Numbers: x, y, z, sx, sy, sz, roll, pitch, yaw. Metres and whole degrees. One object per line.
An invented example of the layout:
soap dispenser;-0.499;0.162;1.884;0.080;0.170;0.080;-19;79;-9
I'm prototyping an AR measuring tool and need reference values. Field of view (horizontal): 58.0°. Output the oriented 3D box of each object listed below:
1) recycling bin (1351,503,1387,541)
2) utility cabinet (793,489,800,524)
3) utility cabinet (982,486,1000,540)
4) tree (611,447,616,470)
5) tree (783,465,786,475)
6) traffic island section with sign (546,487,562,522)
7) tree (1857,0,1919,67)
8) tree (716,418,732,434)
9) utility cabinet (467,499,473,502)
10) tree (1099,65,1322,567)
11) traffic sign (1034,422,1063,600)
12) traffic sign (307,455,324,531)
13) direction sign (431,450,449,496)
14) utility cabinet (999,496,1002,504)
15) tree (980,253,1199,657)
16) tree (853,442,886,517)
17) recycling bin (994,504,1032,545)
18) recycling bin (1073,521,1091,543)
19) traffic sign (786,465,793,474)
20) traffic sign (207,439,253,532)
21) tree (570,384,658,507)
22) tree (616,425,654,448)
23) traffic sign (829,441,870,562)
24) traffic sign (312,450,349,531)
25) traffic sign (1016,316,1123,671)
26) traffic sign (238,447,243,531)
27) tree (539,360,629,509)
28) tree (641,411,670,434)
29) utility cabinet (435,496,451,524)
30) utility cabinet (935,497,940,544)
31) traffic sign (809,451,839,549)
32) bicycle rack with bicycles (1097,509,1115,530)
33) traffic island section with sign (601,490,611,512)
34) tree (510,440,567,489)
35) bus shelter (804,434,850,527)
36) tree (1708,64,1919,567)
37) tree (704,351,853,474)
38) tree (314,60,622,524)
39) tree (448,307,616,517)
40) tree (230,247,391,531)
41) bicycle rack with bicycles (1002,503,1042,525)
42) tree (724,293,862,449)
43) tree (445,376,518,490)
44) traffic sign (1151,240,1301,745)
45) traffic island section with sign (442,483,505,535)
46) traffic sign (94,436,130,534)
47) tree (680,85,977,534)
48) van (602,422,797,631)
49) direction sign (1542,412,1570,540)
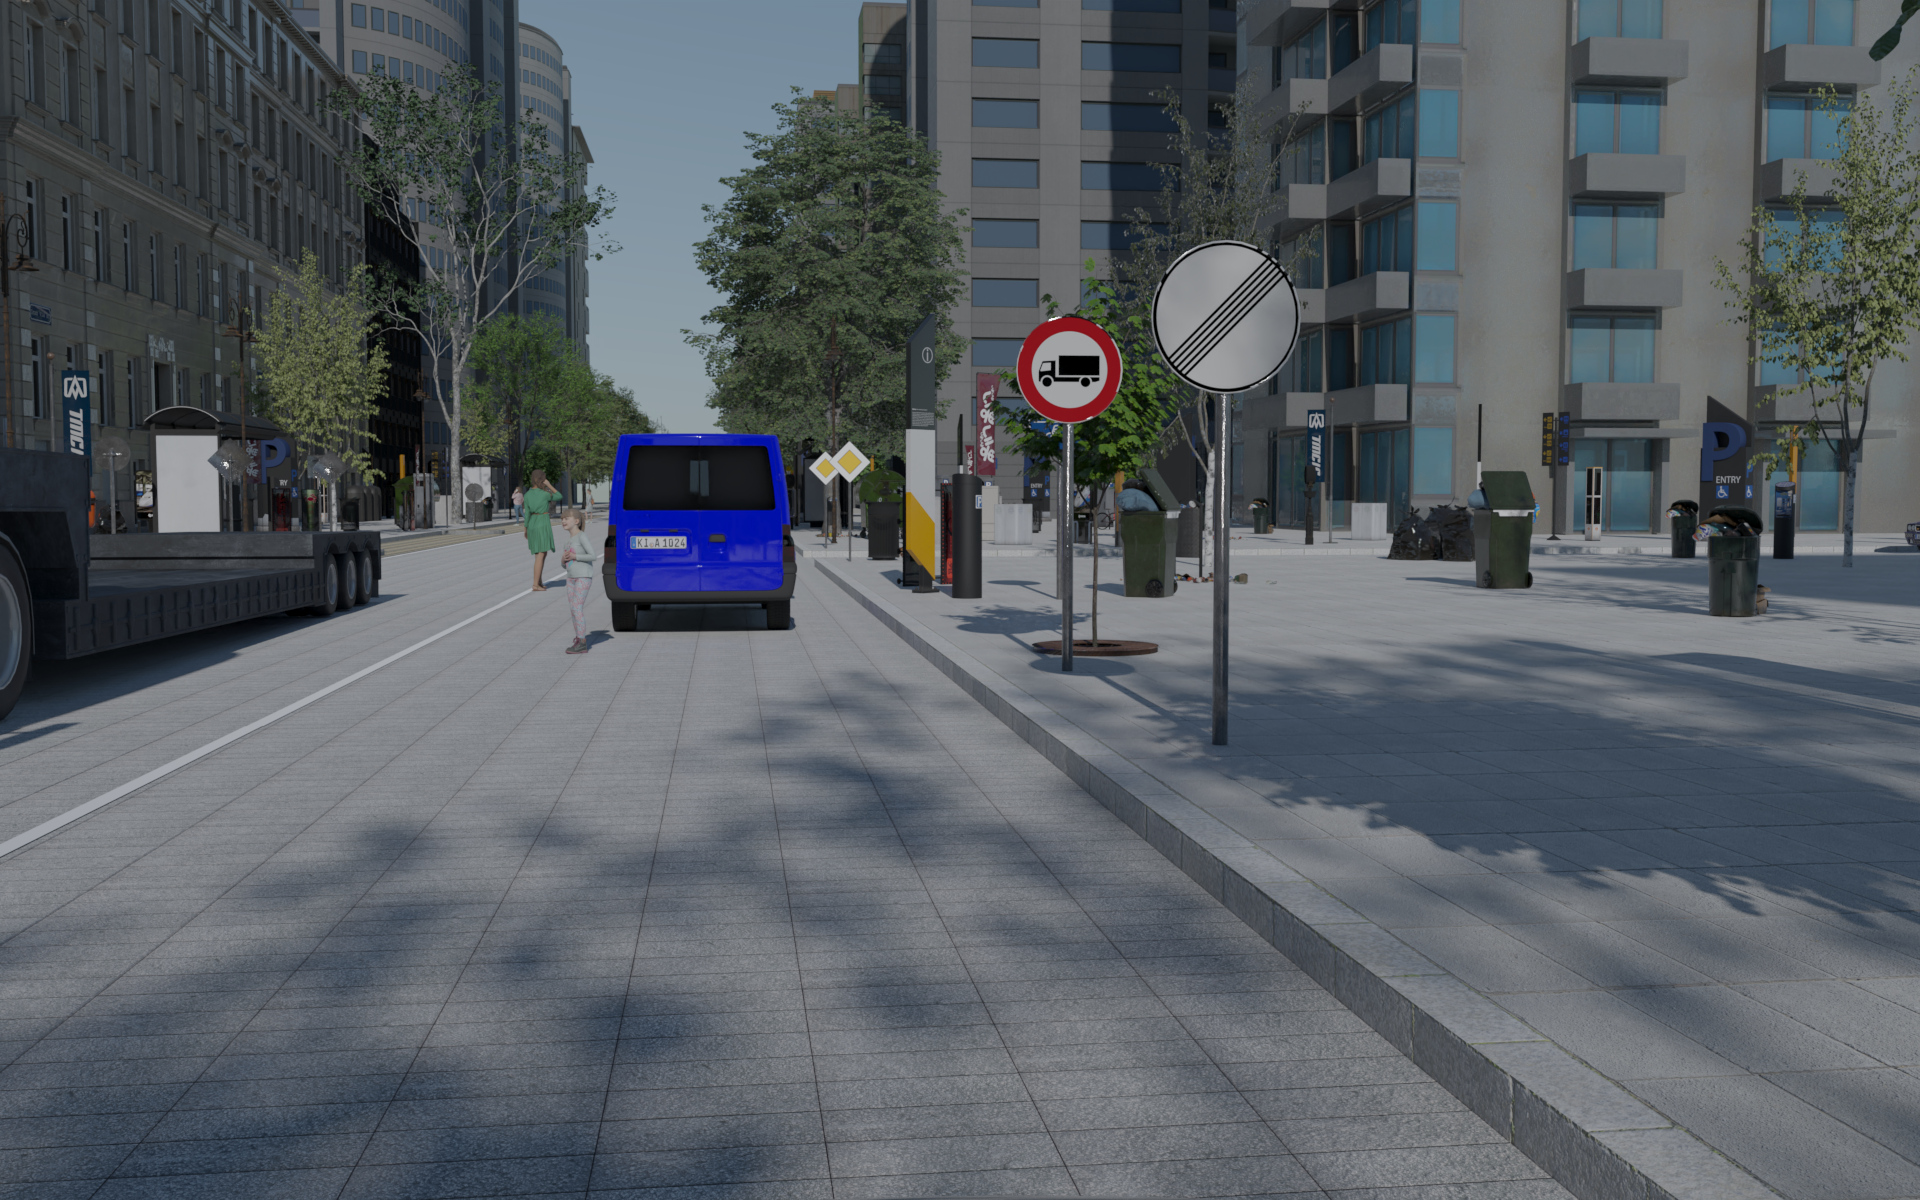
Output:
recycling bin;11.353;-2.173;48.079;0.722;1.027;0.722;-3;5;-44
utility cabinet;-7.073;-3.925;72.859;0.318;1.500;1.173;1;4;14
utility cabinet;0.480;-2.362;47.289;1.173;1.500;0.318;1;4;9
tree;-36.718;-14.592;188.944;4.360;8.622;3.978;0;3;0
tree;-10.275;-6.196;95.910;1.663;3.219;1.824;0;3;0
traffic island section with sign;-20.895;-4.879;88.395;1.989;1.847;2.006;0;4;-8
tree;3.211;-1.180;3.008;4.285;4.588;4.351;0;3;0
tree;-20.300;-16.482;179.847;12.009;13.543;11.850;0;3;0
utility cabinet;-23.430;-4.395;83.020;0.306;1.237;1.020;-1;4;-12
tree;4.401;-4.907;30.600;4.360;8.622;3.978;0;3;0
traffic sign;1.212;-1.276;20.974;0.768;2.556;0.104;0;4;1
traffic sign;-16.746;-2.642;45.321;0.606;2.300;0.079;0;4;-6
direction sign;-26.794;-5.954;89.345;0.876;3.537;0.379;-2;4;-26
utility cabinet;1.144;-3.430;67.236;1.020;1.237;0.306;-2;4;-35
tree;0.971;-1.193;14.109;1.663;3.219;1.824;0;3;0
tree;-5.526;-7.051;99.003;4.285;4.588;4.351;0;3;0
recycling bin;1.346;-1.908;43.745;0.722;1.027;0.722;3;4;37
recycling bin;3.032;-2.048;46.036;0.722;1.027;0.722;-1;4;-14
traffic sign;-11.910;-7.309;113.368;2.265;3.308;0.079;0;4;1
traffic sign;-13.188;-1.694;31.339;0.795;2.450;0.064;0;4;-8
tree;-35.421;-15.931;177.476;9.611;12.733;9.660;0;3;0
tree;-40.077;-16.901;210.750;8.767;10.594;7.601;3;5;40
traffic sign;-2.090;-1.784;32.806;0.795;2.450;0.064;0;4;-8
traffic sign;-14.253;-2.178;39.253;0.795;2.450;0.064;0;4;-8
traffic sign;0.779;-0.757;12.483;0.768;2.556;0.104;0;4;-5
traffic sign;-19.622;-2.879;47.180;0.768;2.556;0.104;0;4;2
tree;-32.044;-13.998;146.999;7.486;12.596;7.792;0;3;0
tree;-46.533;-21.160;256.335;12.009;13.543;11.850;0;3;0
utility cabinet;-21.953;-3.849;74.090;1.020;1.237;0.306;-2;4;-24
utility cabinet;-0.913;-2.010;44.030;1.020;1.237;0.306;-2;4;-33
traffic sign;-3.155;-2.268;40.720;0.795;2.450;0.064;0;4;-8
bicycle rack with bicycles;6.661;-2.995;62.356;2.925;0.926;2.852;2;4;35
traffic island section with sign;-27.564;-7.913;138.009;1.989;1.847;2.006;0;4;-8
tree;-25.494;-7.400;104.709;4.285;4.588;4.351;0;3;0
bus shelter;-5.450;-4.867;70.866;1.731;3.624;6.357;0;4;-8
tree;15.608;-4.896;30.410;4.737;8.622;4.395;0;3;0
tree;-10.772;-11.540;105.687;9.611;12.733;9.660;0;3;0
tree;-20.569;-13.343;74.045;12.611;20.169;13.585;0;3;0
tree;-24.688;-10.472;96.973;9.928;11.665;9.643;0;3;0
tree;-18.716;-6.182;51.438;4.737;8.622;4.395;0;3;0
bicycle rack with bicycles;2.312;-3.551;71.439;2.852;0.926;2.925;0;4;6
tree;-7.998;-9.759;85.308;9.928;11.665;9.643;0;3;0
tree;-30.066;-9.693;108.842;4.737;8.622;4.395;0;3;0
traffic sign;1.332;-0.532;8.800;0.768;2.556;0.104;0;4;-6
traffic island section with sign;-17.294;-3.245;61.681;1.989;1.847;2.006;0;4;-8
traffic sign;-18.605;-2.319;38.019;0.768;2.556;0.104;0;4;-4
tree;-4.046;-9.113;55.649;9.857;13.997;8.962;0;3;0
van;-2.934;-0.944;19.812;2.240;2.365;5.245;0;4;-8
direction sign;16.484;-3.424;47.979;0.379;3.537;0.876;-2;4;-34
